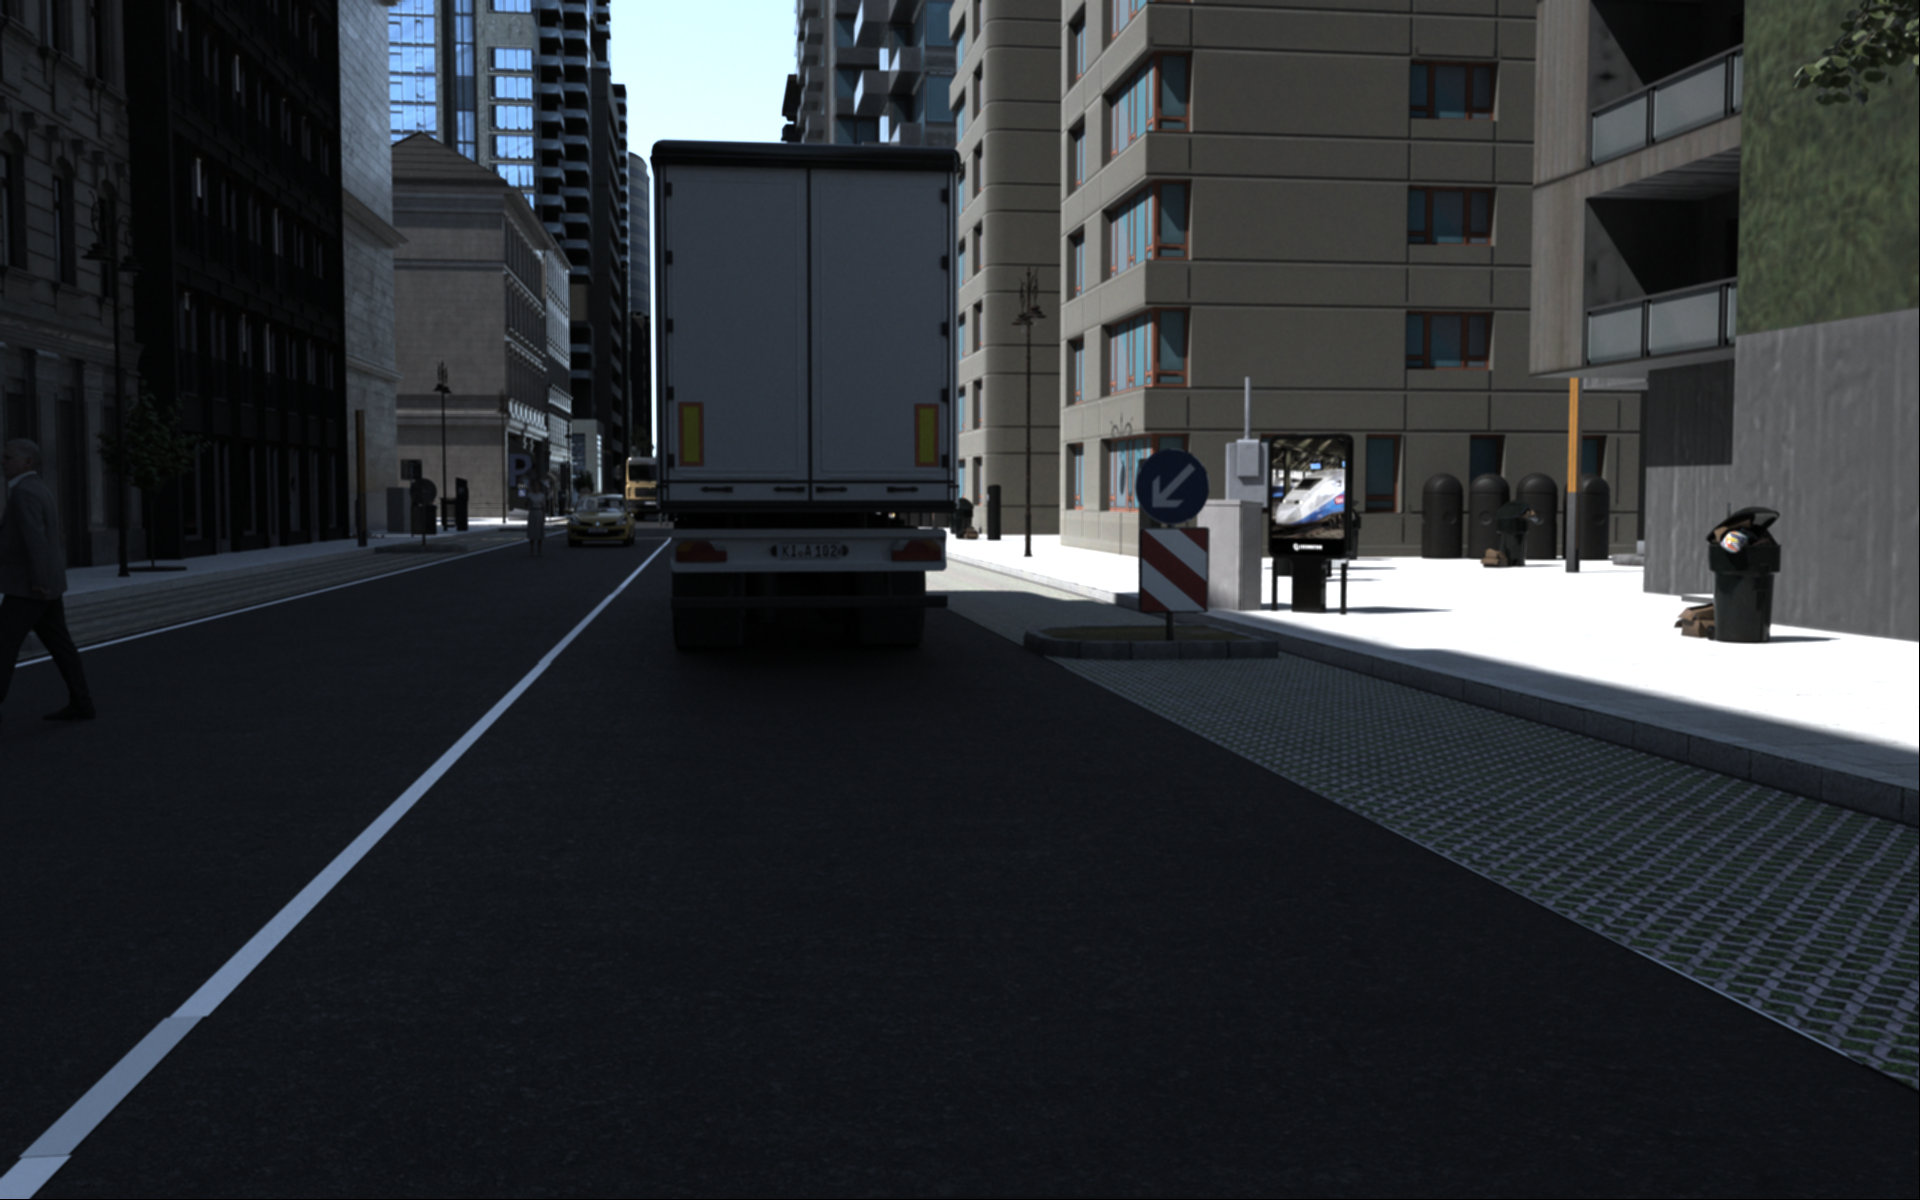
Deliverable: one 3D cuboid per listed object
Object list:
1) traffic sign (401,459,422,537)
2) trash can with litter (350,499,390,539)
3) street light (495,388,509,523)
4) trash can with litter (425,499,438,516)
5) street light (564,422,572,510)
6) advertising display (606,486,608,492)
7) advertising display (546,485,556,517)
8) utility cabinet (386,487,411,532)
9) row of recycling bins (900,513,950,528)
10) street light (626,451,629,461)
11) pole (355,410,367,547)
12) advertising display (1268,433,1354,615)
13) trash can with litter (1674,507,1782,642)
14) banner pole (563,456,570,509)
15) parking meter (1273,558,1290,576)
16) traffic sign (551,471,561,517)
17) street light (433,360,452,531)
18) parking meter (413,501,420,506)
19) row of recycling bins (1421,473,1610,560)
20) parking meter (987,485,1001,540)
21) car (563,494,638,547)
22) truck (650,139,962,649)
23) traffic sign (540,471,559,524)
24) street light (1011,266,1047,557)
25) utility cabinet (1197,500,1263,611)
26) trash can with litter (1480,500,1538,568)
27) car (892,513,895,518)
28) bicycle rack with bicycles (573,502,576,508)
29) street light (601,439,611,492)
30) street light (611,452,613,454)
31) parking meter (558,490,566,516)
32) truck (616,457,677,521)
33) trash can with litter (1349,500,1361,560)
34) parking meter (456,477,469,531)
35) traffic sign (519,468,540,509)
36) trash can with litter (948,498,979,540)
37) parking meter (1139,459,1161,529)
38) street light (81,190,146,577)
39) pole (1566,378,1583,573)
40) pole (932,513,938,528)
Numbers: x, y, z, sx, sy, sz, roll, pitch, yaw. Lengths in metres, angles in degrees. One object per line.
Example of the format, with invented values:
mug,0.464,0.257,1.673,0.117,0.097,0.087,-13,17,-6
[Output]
traffic sign,-16.227,-3.005,51.260,0.606,2.300,0.079,0,4,-7
trash can with litter,-17.322,-2.417,50.568,1.678,1.210,2.233,0,4,-6
street light,-19.971,-6.295,75.719,0.468,5.910,1.993,0,4,-8
trash can with litter,-22.991,-3.855,74.413,1.055,1.170,0.624,-1,4,-18
street light,-24.569,-8.318,108.792,0.468,5.910,1.993,0,4,-8
advertising display,-29.728,-8.607,145.935,0.123,1.923,0.974,-1,4,-11
advertising display,-22.673,-5.553,96.013,0.123,1.923,0.974,-3,4,-37
utility cabinet,-18.566,-2.979,57.377,0.318,1.500,1.173,-3,5,-45
row of recycling bins,-1.313,-3.666,67.053,1.069,1.692,3.534,-3,4,-37
street light,-35.169,-12.905,183.791,0.468,5.910,1.993,0,4,-8
pole,-14.554,-2.951,42.088,0.158,3.312,0.155,0,3,0
advertising display,3.776,-0.825,18.697,0.974,1.923,0.123,3,5,42
trash can with litter,6.706,-0.237,15.269,0.624,1.170,1.055,-1,4,-13
banner pole,-26.041,-7.625,114.680,0.401,3.779,0.863,1,4,22
parking meter,5.090,-1.143,27.101,0.372,1.533,0.369,0,3,0
traffic sign,-22.317,-5.810,95.106,0.768,2.556,0.104,0,4,-1
street light,-17.882,-5.335,60.007,0.468,5.910,1.993,0,4,-8
parking meter,-19.204,-3.224,61.125,0.372,1.533,0.369,0,3,0
row of recycling bins,10.928,-1.654,34.154,3.534,1.692,1.069,1,4,17
parking meter,0.949,-2.429,48.122,0.372,1.533,0.369,0,3,0
car,-10.025,-2.340,48.486,2.015,1.641,3.980,-1,4,-8
truck,-1.971,-1.866,19.422,2.839,4.237,11.283,0,4,-8
traffic sign,-17.754,-4.361,74.946,0.795,2.450,0.064,0,4,-8
street light,1.396,-3.827,35.359,0.468,5.910,1.993,0,4,-8
utility cabinet,3.026,-0.508,19.470,0.306,1.237,1.020,-1,4,-20
trash can with litter,9.655,-1.169,30.500,1.055,1.170,0.624,-3,5,-44
car,-0.941,-3.940,74.636,3.980,1.641,2.015,-1,4,-8
bicycle rack with bicycles,-31.589,-7.784,140.652,2.852,0.926,2.925,1,4,14
street light,-29.274,-10.382,142.531,0.468,5.910,1.993,0,4,-8
street light,-30.458,-10.878,150.646,0.468,5.910,1.993,0,4,-8
parking meter,-26.583,-6.579,115.978,0.372,1.533,0.369,0,3,0
truck,-16.530,-5.951,93.219,3.469,3.379,9.791,0,4,-8
trash can with litter,7.290,-1.374,33.845,1.055,1.170,0.624,2,4,33
parking meter,-17.289,-3.331,60.179,0.399,1.863,0.255,0,4,-6
traffic sign,-16.638,-3.877,67.039,0.795,2.450,0.064,0,4,-8
trash can with litter,0.245,-2.315,49.236,0.624,1.170,1.055,-2,4,-26
parking meter,3.156,-1.408,28.733,0.255,1.863,0.399,2,4,32
street light,-13.010,-3.302,26.770,0.468,5.910,1.993,0,4,-8
pole,10.016,-2.102,28.217,0.158,3.312,0.155,0,3,0
pole,-0.858,-4.036,59.839,0.158,3.312,0.155,0,3,0
